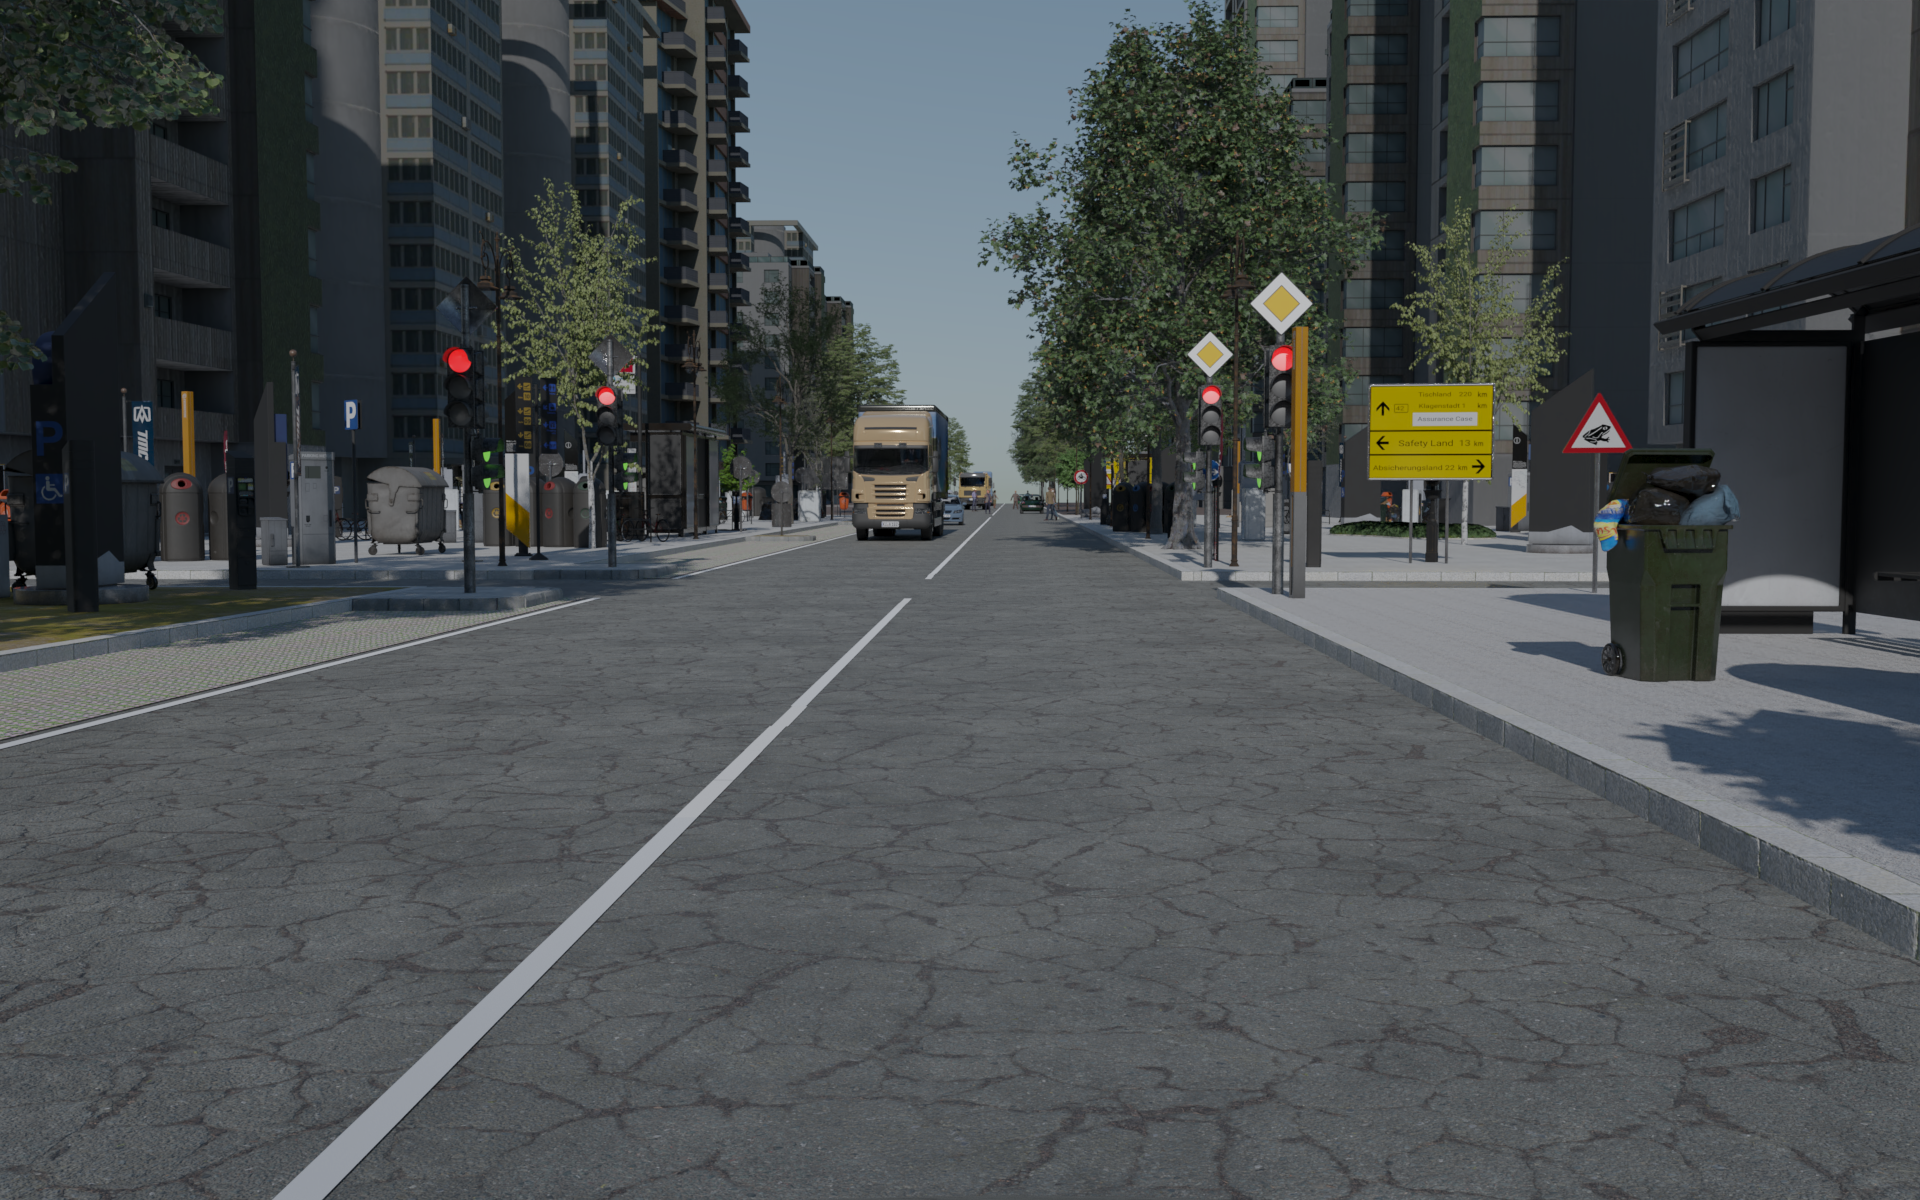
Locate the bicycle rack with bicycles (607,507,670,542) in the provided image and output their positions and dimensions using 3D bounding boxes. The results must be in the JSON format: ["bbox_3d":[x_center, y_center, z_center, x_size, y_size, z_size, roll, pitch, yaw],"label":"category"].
[{"bbox_3d":[-9.443,-2.013,46.290,2.852,0.926,2.925,-3,4,-38],"label":"bicycle rack with bicycles"}]

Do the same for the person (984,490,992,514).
[{"bbox_3d":[2.034,-7.087,124.907,0.617,1.759,0.750,0,4,-5],"label":"person"}]

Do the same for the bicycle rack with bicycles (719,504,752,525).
[{"bbox_3d":[-10.318,-3.678,73.515,2.852,0.926,2.925,3,5,43],"label":"bicycle rack with bicycles"}]

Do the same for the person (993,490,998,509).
[{"bbox_3d":[3.416,-9.790,168.571,0.705,1.824,1.348,-1,4,-19],"label":"person"}]

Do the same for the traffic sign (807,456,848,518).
[{"bbox_3d":[-7.191,-6.115,93.847,2.265,3.308,0.079,1,4,8],"label":"traffic sign"}]

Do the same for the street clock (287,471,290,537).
[{"bbox_3d":[-20.224,-2.892,51.847,0.471,2.002,0.358,-2,4,-24],"label":"street clock"}]

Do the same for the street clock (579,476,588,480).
[{"bbox_3d":[-14.928,-3.946,69.079,0.358,2.002,0.471,3,5,41],"label":"street clock"}]

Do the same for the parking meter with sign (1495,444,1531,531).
[{"bbox_3d":[19.322,-3.895,59.952,1.738,3.016,0.543,-2,4,-30],"label":"parking meter with sign"}]

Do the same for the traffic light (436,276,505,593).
[{"bbox_3d":[-6.353,-2.048,22.398,0.839,4.253,0.868,0,4,2],"label":"traffic light"}]

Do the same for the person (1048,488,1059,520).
[{"bbox_3d":[5.155,-5.275,95.340,0.643,1.750,0.593,0,4,-2],"label":"person"}]

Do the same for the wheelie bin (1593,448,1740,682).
[{"bbox_3d":[4.931,-0.251,12.016,0.980,1.594,0.693,0,4,-6],"label":"wheelie bin"}]

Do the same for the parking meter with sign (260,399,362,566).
[{"bbox_3d":[-11.826,-2.159,31.560,1.738,3.016,0.543,-3,5,-44],"label":"parking meter with sign"}]

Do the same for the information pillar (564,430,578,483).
[{"bbox_3d":[-14.172,-4.388,63.092,0.504,3.616,0.183,-1,4,-22],"label":"information pillar"}]

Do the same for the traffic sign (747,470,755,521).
[{"bbox_3d":[-9.966,-4.959,81.187,0.768,2.556,0.104,0,4,5],"label":"traffic sign"}]

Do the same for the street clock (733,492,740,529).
[{"bbox_3d":[-8.058,-3.538,62.411,0.358,2.002,0.471,-1,4,-8],"label":"street clock"}]

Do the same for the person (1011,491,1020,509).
[{"bbox_3d":[5.232,-9.430,163.235,0.990,1.755,0.434,1,4,18],"label":"person"}]

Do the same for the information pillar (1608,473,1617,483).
[{"bbox_3d":[22.359,-3.352,59.304,0.304,2.012,0.304,1,4,16],"label":"information pillar"}]

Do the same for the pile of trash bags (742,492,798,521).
[{"bbox_3d":[-9.189,-4.580,84.641,3.447,1.369,1.912,-3,4,-38],"label":"pile of trash bags"}]

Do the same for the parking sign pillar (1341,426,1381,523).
[{"bbox_3d":[14.024,-4.409,60.562,1.447,3.967,1.447,0,4,-6],"label":"parking sign pillar"}]

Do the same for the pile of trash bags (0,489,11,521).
[{"bbox_3d":[-19.185,-1.455,33.550,3.447,1.369,1.912,2,4,27],"label":"pile of trash bags"}]

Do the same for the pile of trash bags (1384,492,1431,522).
[{"bbox_3d":[18.192,-3.607,68.732,1.912,1.369,3.447,2,4,23],"label":"pile of trash bags"}]

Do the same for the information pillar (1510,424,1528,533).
[{"bbox_3d":[18.577,-4.050,57.567,0.504,3.616,0.183,1,4,16],"label":"information pillar"}]

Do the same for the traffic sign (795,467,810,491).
[{"bbox_3d":[-7.480,-5.022,82.208,0.768,2.556,0.104,1,4,10],"label":"traffic sign"}]

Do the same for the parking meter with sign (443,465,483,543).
[{"bbox_3d":[-12.755,-3.019,45.620,1.738,3.016,0.543,-1,4,-12],"label":"parking meter with sign"}]

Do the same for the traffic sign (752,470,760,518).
[{"bbox_3d":[-10.998,-5.613,91.876,0.768,2.556,0.104,0,4,7],"label":"traffic sign"}]

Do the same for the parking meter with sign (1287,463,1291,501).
[{"bbox_3d":[19.022,-6.247,98.402,0.543,3.016,1.738,1,4,23],"label":"parking meter with sign"}]

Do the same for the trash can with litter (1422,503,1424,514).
[{"bbox_3d":[18.712,-3.697,71.830,1.055,1.170,0.624,2,4,26],"label":"trash can with litter"}]

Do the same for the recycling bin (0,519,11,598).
[{"bbox_3d":[-12.184,-0.530,21.224,0.722,1.027,0.722,0,4,-1],"label":"recycling bin"}]

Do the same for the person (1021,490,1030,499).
[{"bbox_3d":[7.120,-10.614,182.117,1.350,1.814,0.705,-1,4,-9],"label":"person"}]

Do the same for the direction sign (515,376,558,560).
[{"bbox_3d":[-8.203,-2.546,33.618,0.876,3.537,0.379,-3,5,-42],"label":"direction sign"}]

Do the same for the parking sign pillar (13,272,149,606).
[{"bbox_3d":[-10.452,-1.959,20.503,1.447,3.967,1.447,0,4,0],"label":"parking sign pillar"}]

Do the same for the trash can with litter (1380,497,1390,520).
[{"bbox_3d":[17.485,-3.750,72.704,1.055,1.170,0.624,-2,4,-25],"label":"trash can with litter"}]

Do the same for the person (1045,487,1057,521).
[{"bbox_3d":[4.931,-5.222,93.785,0.836,1.842,0.656,2,4,31],"label":"person"}]

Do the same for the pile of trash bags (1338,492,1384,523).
[{"bbox_3d":[18.676,-4.207,78.534,1.912,1.369,3.447,3,5,40],"label":"pile of trash bags"}]

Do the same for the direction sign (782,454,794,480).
[{"bbox_3d":[-9.801,-6.512,98.473,0.876,3.537,0.379,2,4,25],"label":"direction sign"}]

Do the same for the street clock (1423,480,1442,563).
[{"bbox_3d":[8.872,-1.710,32.521,0.471,2.002,0.358,2,4,35],"label":"street clock"}]

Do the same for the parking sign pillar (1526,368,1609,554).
[{"bbox_3d":[13.136,-3.013,37.734,1.447,3.967,1.447,3,4,36],"label":"parking sign pillar"}]

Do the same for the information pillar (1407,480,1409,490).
[{"bbox_3d":[22.336,-4.973,85.798,0.304,2.012,0.304,-3,5,-43],"label":"information pillar"}]

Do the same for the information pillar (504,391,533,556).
[{"bbox_3d":[-9.083,-2.706,35.600,0.504,3.616,0.183,0,4,-4],"label":"information pillar"}]

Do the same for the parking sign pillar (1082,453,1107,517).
[{"bbox_3d":[7.452,-6.545,95.486,1.447,3.967,1.447,3,5,41],"label":"parking sign pillar"}]

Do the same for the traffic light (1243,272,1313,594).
[{"bbox_3d":[4.053,-2.029,22.089,0.839,4.253,0.868,0,4,2],"label":"traffic light"}]

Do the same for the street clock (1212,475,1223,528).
[{"bbox_3d":[9.761,-3.744,65.782,0.358,2.002,0.471,2,4,34],"label":"street clock"}]

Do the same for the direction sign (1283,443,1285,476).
[{"bbox_3d":[14.234,-5.170,76.533,0.379,3.537,0.876,1,4,22],"label":"direction sign"}]

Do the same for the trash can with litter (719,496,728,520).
[{"bbox_3d":[-11.906,-4.553,85.830,0.624,1.170,1.055,-2,4,-26],"label":"trash can with litter"}]

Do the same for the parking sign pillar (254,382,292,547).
[{"bbox_3d":[-16.867,-3.296,42.365,1.447,3.967,1.447,-3,4,-36],"label":"parking sign pillar"}]

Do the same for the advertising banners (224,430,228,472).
[{"bbox_3d":[-19.629,-3.091,46.723,0.090,3.025,2.074,-2,4,-32],"label":"advertising banners"}]

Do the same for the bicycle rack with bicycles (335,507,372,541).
[{"bbox_3d":[-16.500,-2.149,48.523,2.925,0.926,2.852,1,4,22],"label":"bicycle rack with bicycles"}]

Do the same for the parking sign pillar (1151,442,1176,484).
[{"bbox_3d":[10.149,-5.944,85.661,1.447,3.967,1.447,-1,4,-12],"label":"parking sign pillar"}]

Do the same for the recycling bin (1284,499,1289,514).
[{"bbox_3d":[14.861,-4.178,80.864,0.722,1.027,0.722,-3,5,-44],"label":"recycling bin"}]

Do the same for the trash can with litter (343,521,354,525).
[{"bbox_3d":[-26.314,-3.806,73.284,1.678,1.210,2.233,-2,4,-28],"label":"trash can with litter"}]

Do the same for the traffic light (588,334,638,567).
[{"bbox_3d":[-6.104,-2.536,30.379,0.839,4.253,0.868,0,4,2],"label":"traffic light"}]

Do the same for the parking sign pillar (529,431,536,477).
[{"bbox_3d":[-13.319,-3.920,52.559,1.447,3.967,1.447,-2,4,-35],"label":"parking sign pillar"}]

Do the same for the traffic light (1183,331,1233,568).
[{"bbox_3d":[4.303,-2.517,30.071,0.839,4.253,0.868,0,4,2],"label":"traffic light"}]

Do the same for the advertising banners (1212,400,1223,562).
[{"bbox_3d":[4.925,-2.263,33.192,0.090,3.025,2.074,0,4,5],"label":"advertising banners"}]

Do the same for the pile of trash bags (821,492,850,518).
[{"bbox_3d":[-7.563,-5.041,92.179,3.447,1.369,1.912,0,4,2],"label":"pile of trash bags"}]

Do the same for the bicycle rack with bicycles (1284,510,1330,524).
[{"bbox_3d":[14.417,-3.677,73.504,2.852,0.926,2.925,-1,4,-17],"label":"bicycle rack with bicycles"}]

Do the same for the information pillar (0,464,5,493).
[{"bbox_3d":[-23.560,-2.314,42.330,0.304,2.012,0.304,2,4,24],"label":"information pillar"}]

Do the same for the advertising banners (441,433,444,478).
[{"bbox_3d":[-14.764,-3.247,49.273,0.090,3.025,2.074,-1,4,-12],"label":"advertising banners"}]

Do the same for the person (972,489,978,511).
[{"bbox_3d":[1.310,-8.242,143.127,0.599,1.838,0.709,2,4,31],"label":"person"}]

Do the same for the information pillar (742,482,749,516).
[{"bbox_3d":[-12.165,-5.729,98.155,0.304,2.012,0.304,3,4,37],"label":"information pillar"}]
